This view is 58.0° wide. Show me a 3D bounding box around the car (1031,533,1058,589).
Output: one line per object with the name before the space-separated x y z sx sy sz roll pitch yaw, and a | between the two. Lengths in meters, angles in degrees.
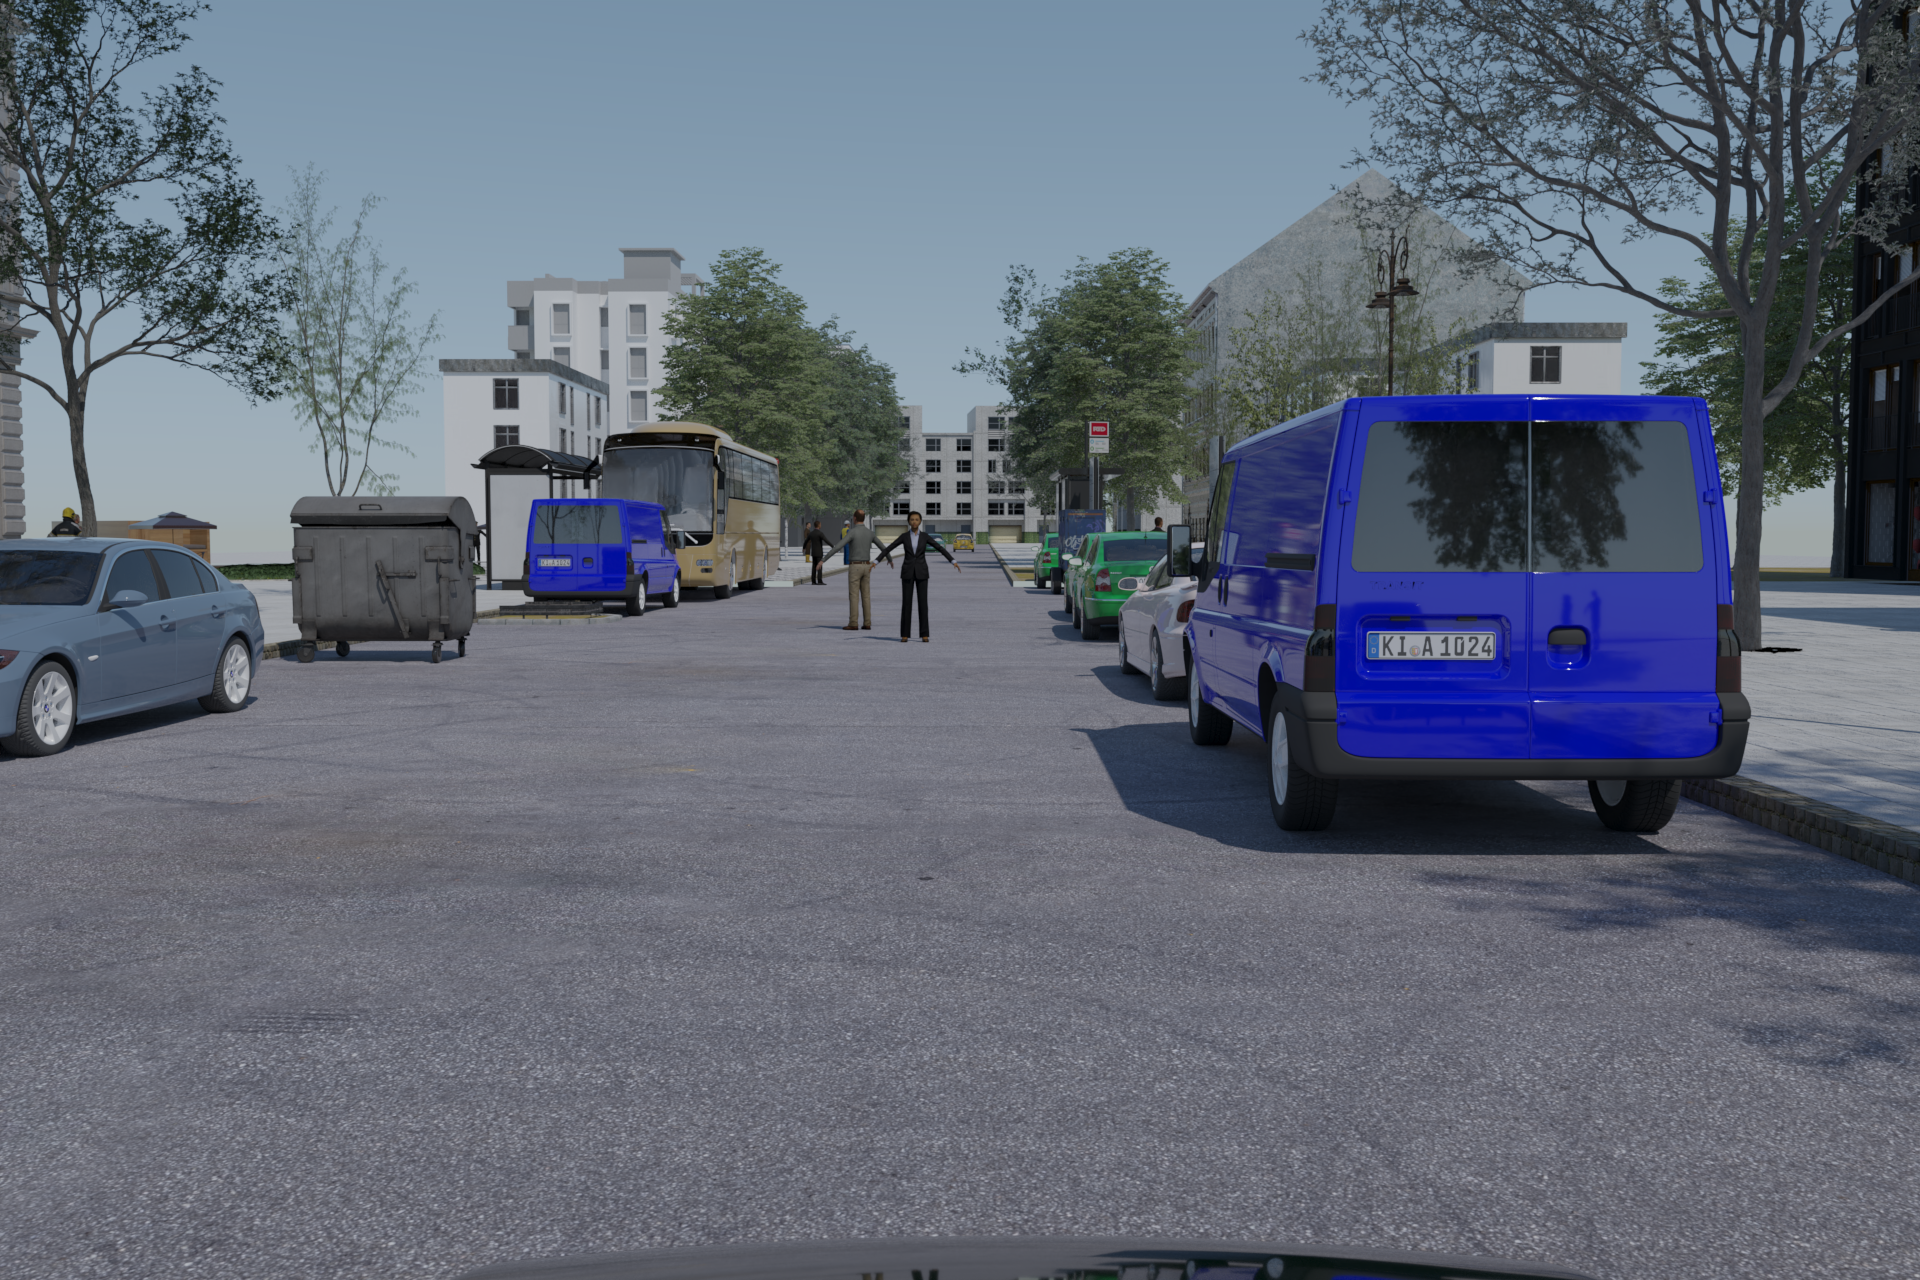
car | 2.917 -2.326 46.819 1.959 1.807 4.718 0 4 1

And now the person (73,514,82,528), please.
person | -23.155 -2.401 45.436 1.348 1.807 0.705 1 4 18

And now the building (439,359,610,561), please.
building | -24.169 -9.480 97.141 9.099 9.664 28.070 0 4 0

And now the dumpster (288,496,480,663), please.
dumpster | -6.511 -0.699 19.639 1.865 1.857 1.264 0 4 0

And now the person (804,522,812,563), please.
person | -6.761 -4.359 77.408 0.704 1.812 1.346 1 4 9

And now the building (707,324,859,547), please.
building | -25.879 -20.844 184.773 27.936 21.610 32.646 0 4 2

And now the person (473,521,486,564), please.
person | -20.102 -4.033 71.871 1.347 1.837 0.705 0 4 -4

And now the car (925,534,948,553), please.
car | -1.881 -6.479 117.731 2.131 1.459 4.920 0 4 1

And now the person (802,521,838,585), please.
person | -3.977 -2.437 48.528 1.346 1.802 0.704 3 5 39

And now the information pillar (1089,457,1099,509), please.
information pillar | 4.128 -3.797 53.390 0.184 3.620 1.656 0 4 0

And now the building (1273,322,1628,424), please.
building | 21.940 -8.605 82.839 9.099 9.664 28.070 0 4 0

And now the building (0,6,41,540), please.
building | -31.062 -12.913 38.843 11.050 23.595 19.941 0 4 1

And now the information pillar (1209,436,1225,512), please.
information pillar | 6.243 -3.108 42.124 0.184 3.620 1.656 0 4 1

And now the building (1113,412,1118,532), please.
building | 28.118 -22.845 204.450 19.493 23.208 18.063 0 4 0

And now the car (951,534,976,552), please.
car | 0.290 -7.839 138.392 2.015 1.641 3.980 0 3 0

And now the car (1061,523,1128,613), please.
car | 2.767 -1.290 29.893 1.959 1.807 4.718 0 3 0

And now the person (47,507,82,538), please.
person | -19.098 -1.921 37.179 1.351 1.858 0.704 0 4 6

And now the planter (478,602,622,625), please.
planter | -6.615 -0.438 28.307 1.991 0.319 1.994 0 4 1

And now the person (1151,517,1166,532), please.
person | 4.291 -1.752 37.325 1.346 1.802 0.704 3 5 43

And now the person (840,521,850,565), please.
person | -4.603 -3.975 70.966 0.705 1.833 1.349 -2 4 -34

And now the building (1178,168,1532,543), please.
building | 24.904 -17.287 113.579 19.493 23.208 18.063 0 4 1

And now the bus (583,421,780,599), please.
bus | -6.235 -3.057 41.526 2.896 3.916 12.252 0 4 0

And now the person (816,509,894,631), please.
person | -1.516 -1.046 25.838 1.348 1.796 0.705 -3 4 -36

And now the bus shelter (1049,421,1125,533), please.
bus shelter | 4.212 -4.981 59.074 2.179 5.291 8.768 0 4 0

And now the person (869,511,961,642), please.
person | -0.597 -0.837 22.870 1.216 1.740 0.721 0 4 -1

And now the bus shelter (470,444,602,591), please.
bus shelter | -9.987 -2.930 41.822 2.014 3.302 5.546 0 4 1

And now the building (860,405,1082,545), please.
building | 1.593 -22.994 244.867 31.486 18.905 16.747 0 4 -4

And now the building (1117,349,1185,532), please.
building | 25.100 -18.683 171.919 16.747 18.905 31.486 0 4 1

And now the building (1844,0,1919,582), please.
building | 29.469 -12.758 37.258 12.332 23.479 15.834 0 4 1

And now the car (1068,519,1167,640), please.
car | 2.558 -0.979 24.809 1.959 1.807 4.718 0 4 1

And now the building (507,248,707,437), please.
building | -23.937 -15.867 115.840 16.016 20.090 11.380 0 4 1

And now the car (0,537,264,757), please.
car | -6.699 -0.042 12.685 2.014 1.417 4.499 0 4 1

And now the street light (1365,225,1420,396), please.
street light | 6.526 -3.272 26.289 0.468 5.910 1.993 0 4 1

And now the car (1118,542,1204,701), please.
car | 2.581 -0.240 16.281 2.083 1.381 4.827 0 4 0
